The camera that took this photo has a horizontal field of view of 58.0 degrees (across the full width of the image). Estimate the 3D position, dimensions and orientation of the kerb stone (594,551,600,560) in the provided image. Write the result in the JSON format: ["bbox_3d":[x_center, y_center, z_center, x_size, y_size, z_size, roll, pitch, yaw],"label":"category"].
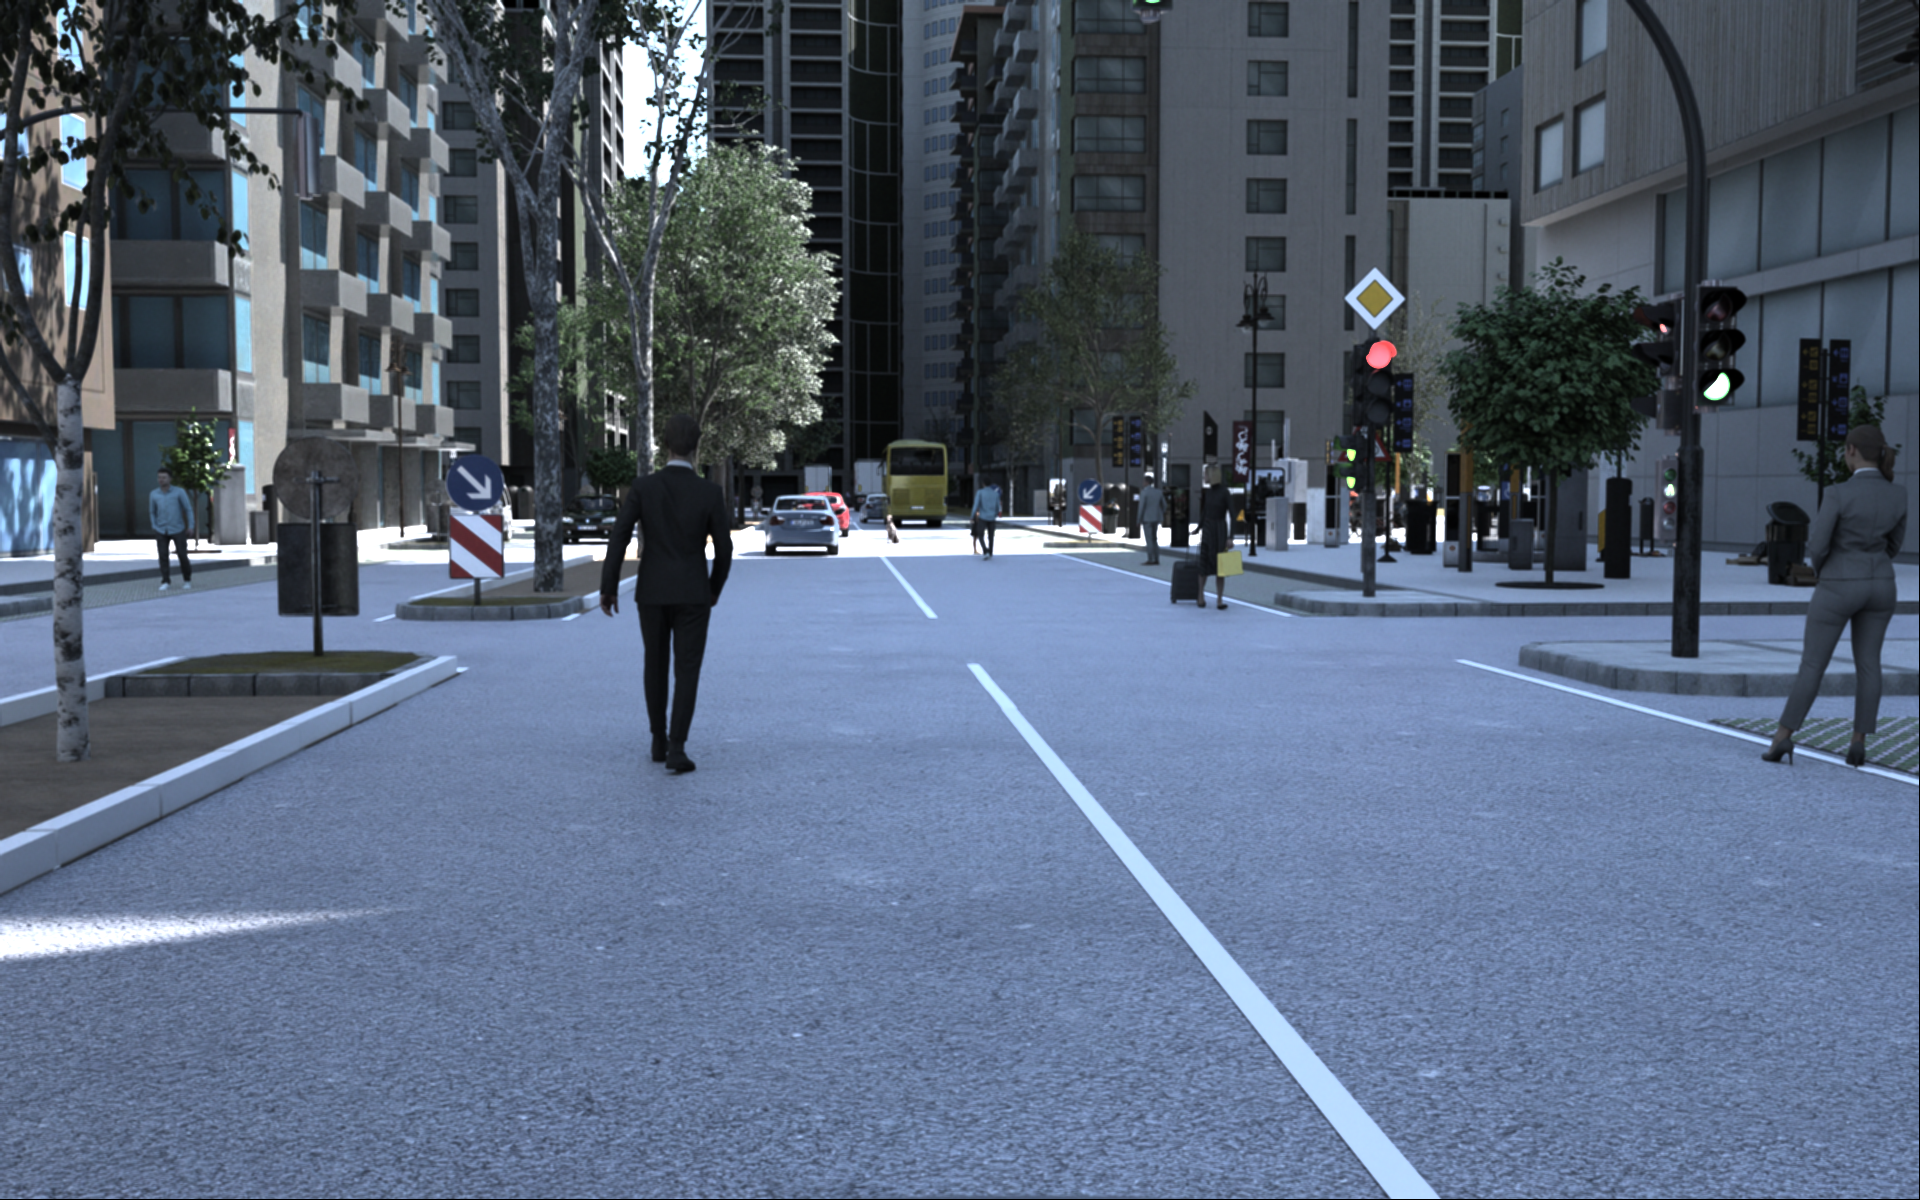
[{"bbox_3d":[-7.913,-0.914,37.146,0.120,0.150,1.000,0,4,-4],"label":"kerb stone"}]

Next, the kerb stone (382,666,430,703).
[{"bbox_3d":[-3.937,0.609,12.234,0.120,0.150,1.000,0,4,-4],"label":"kerb stone"}]

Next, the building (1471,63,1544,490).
[{"bbox_3d":[58.450,-29.592,167.428,14.086,41.232,14.154,0,4,-4],"label":"building"}]

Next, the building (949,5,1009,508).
[{"bbox_3d":[10.479,-30.706,156.670,22.147,44.769,28.867,0,4,-4],"label":"building"}]

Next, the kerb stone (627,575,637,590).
[{"bbox_3d":[-4.977,-0.236,26.056,0.120,0.150,1.000,0,4,-4],"label":"kerb stone"}]

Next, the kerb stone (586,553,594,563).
[{"bbox_3d":[-7.827,-0.850,36.127,0.120,0.150,1.000,0,4,-4],"label":"kerb stone"}]

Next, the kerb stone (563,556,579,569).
[{"bbox_3d":[-7.681,-0.727,34.080,0.120,0.150,1.000,0,4,-4],"label":"kerb stone"}]

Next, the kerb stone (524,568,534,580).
[{"bbox_3d":[-7.302,-0.409,28.972,0.120,0.150,1.000,0,4,-4],"label":"kerb stone"}]

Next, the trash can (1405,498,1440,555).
[{"bbox_3d":[9.832,-1.542,36.860,0.748,1.137,0.748,0,3,0],"label":"trash can"}]

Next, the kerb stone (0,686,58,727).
[{"bbox_3d":[-5.962,0.680,11.084,0.120,0.150,1.000,0,4,-4],"label":"kerb stone"}]

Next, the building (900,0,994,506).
[{"bbox_3d":[7.518,-39.764,192.143,28.212,58.520,21.231,0,4,-4],"label":"building"}]

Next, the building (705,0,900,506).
[{"bbox_3d":[-16.912,-46.008,190.475,20.611,71.187,20.563,0,4,-4],"label":"building"}]

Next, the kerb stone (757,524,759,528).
[{"bbox_3d":[-8.197,-2.863,69.003,0.120,0.150,1.000,0,4,-4],"label":"kerb stone"}]

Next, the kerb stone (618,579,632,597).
[{"bbox_3d":[-4.895,-0.174,25.035,0.120,0.150,1.000,0,4,-4],"label":"kerb stone"}]

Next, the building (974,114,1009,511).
[{"bbox_3d":[7.895,-22.245,135.406,14.160,30.474,14.107,0,4,-4],"label":"building"}]

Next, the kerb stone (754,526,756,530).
[{"bbox_3d":[-7.959,-2.676,65.942,0.120,0.150,1.000,0,4,-4],"label":"kerb stone"}]

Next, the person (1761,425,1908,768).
[{"bbox_3d":[4.621,-0.022,9.140,0.520,1.790,0.573,-1,4,-23],"label":"person"}]

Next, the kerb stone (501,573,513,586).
[{"bbox_3d":[-7.140,-0.288,26.913,0.120,0.150,1.000,0,4,-4],"label":"kerb stone"}]

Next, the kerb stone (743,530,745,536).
[{"bbox_3d":[-7.350,-2.175,57.765,0.120,0.150,1.000,0,4,-4],"label":"kerb stone"}]

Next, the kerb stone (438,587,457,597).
[{"bbox_3d":[-6.831,-0.039,22.825,0.120,0.150,1.000,0,4,-4],"label":"kerb stone"}]

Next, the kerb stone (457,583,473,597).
[{"bbox_3d":[-6.910,-0.101,23.855,0.120,0.150,1.000,0,4,-4],"label":"kerb stone"}]

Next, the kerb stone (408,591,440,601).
[{"bbox_3d":[-6.760,0.024,21.803,0.120,0.150,1.000,0,4,-4],"label":"kerb stone"}]

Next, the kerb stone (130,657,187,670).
[{"bbox_3d":[-6.104,0.555,13.125,0.120,0.150,1.000,0,4,-4],"label":"kerb stone"}]

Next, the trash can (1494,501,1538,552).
[{"bbox_3d":[11.518,-1.471,35.700,0.748,1.137,0.748,0,3,0],"label":"trash can"}]

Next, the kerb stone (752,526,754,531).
[{"bbox_3d":[-7.884,-2.613,64.922,0.120,0.150,1.000,0,4,-4],"label":"kerb stone"}]

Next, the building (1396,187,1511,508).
[{"bbox_3d":[43.411,-24.162,166.757,14.107,30.474,14.160,0,4,-4],"label":"building"}]

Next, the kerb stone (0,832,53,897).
[{"bbox_3d":[-3.469,0.986,6.098,0.120,0.150,1.000,0,4,-4],"label":"kerb stone"}]

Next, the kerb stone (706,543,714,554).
[{"bbox_3d":[-6.275,-1.293,43.433,0.120,0.150,1.000,0,4,-4],"label":"kerb stone"}]

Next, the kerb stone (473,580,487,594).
[{"bbox_3d":[-6.989,-0.164,24.874,0.120,0.150,1.000,0,4,-4],"label":"kerb stone"}]

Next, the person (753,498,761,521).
[{"bbox_3d":[-10.590,-4.705,90.448,0.505,1.210,0.382,1,4,16],"label":"person"}]

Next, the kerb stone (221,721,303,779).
[{"bbox_3d":[-3.707,0.797,9.167,0.120,0.150,1.000,0,4,-4],"label":"kerb stone"}]

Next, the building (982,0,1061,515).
[{"bbox_3d":[14.012,-30.176,112.994,23.786,49.044,30.456,0,4,-4],"label":"building"}]

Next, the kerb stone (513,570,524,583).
[{"bbox_3d":[-7.224,-0.351,27.936,0.120,0.150,1.000,0,4,-4],"label":"kerb stone"}]

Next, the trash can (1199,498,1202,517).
[{"bbox_3d":[9.238,-3.232,64.494,0.748,1.137,0.748,0,3,0],"label":"trash can"}]

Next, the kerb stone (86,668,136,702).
[{"bbox_3d":[-6.038,0.617,12.103,0.120,0.150,1.000,0,4,-4],"label":"kerb stone"}]

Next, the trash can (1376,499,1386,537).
[{"bbox_3d":[12.453,-2.472,52.073,0.748,1.137,0.748,0,3,0],"label":"trash can"}]

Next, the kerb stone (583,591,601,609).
[{"bbox_3d":[-4.673,0.017,21.961,0.120,0.150,1.000,0,4,-4],"label":"kerb stone"}]

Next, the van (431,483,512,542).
[{"bbox_3d":[-14.271,-2.670,50.674,2.013,2.044,4.112,0,4,-3],"label":"van"}]

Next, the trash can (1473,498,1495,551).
[{"bbox_3d":[11.439,-1.567,37.273,0.748,1.137,0.748,0,3,0],"label":"trash can"}]

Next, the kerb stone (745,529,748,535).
[{"bbox_3d":[-7.499,-2.299,59.805,0.120,0.150,1.000,0,4,-4],"label":"kerb stone"}]

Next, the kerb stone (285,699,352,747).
[{"bbox_3d":[-3.789,0.735,10.188,0.120,0.150,1.000,0,4,-4],"label":"kerb stone"}]

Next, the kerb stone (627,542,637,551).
[{"bbox_3d":[-8.451,-1.348,44.293,0.120,0.150,1.000,0,4,-4],"label":"kerb stone"}]

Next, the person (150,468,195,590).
[{"bbox_3d":[-11.773,-1.065,25.924,0.660,1.820,0.620,-1,4,-8],"label":"person"}]

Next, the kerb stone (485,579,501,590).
[{"bbox_3d":[-7.061,-0.226,25.894,0.120,0.150,1.000,0,4,-4],"label":"kerb stone"}]

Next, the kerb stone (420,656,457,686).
[{"bbox_3d":[-4.019,0.552,13.259,0.120,0.150,1.000,0,4,-4],"label":"kerb stone"}]

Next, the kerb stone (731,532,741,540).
[{"bbox_3d":[-7.198,-2.051,55.726,0.120,0.150,1.000,0,4,-4],"label":"kerb stone"}]

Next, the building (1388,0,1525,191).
[{"bbox_3d":[52.507,-46.285,195.005,20.611,71.187,20.563,0,4,-4],"label":"building"}]

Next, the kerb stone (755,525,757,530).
[{"bbox_3d":[-8.035,-2.738,66.961,0.120,0.150,1.000,0,4,-4],"label":"kerb stone"}]

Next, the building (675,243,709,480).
[{"bbox_3d":[-34.350,-25.370,186.507,14.107,30.474,14.160,0,4,-4],"label":"building"}]

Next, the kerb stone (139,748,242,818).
[{"bbox_3d":[-3.622,0.859,8.149,0.120,0.150,1.000,0,4,-4],"label":"kerb stone"}]

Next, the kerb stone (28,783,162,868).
[{"bbox_3d":[-3.548,0.922,7.124,0.120,0.150,1.000,0,4,-4],"label":"kerb stone"}]

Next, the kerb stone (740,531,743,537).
[{"bbox_3d":[-7.277,-2.113,56.745,0.120,0.150,1.000,0,4,-4],"label":"kerb stone"}]

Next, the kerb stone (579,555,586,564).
[{"bbox_3d":[-7.757,-0.790,35.105,0.120,0.150,1.000,0,4,-4],"label":"kerb stone"}]

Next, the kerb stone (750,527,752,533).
[{"bbox_3d":[-7.736,-2.484,62.876,0.120,0.150,1.000,0,4,-4],"label":"kerb stone"}]

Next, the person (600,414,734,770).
[{"bbox_3d":[-1.512,-0.051,9.115,0.659,1.850,0.755,0,4,-2],"label":"person"}]

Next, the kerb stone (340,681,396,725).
[{"bbox_3d":[-3.855,0.672,11.211,0.120,0.150,1.000,0,4,-4],"label":"kerb stone"}]

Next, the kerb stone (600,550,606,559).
[{"bbox_3d":[-7.986,-0.977,38.166,0.120,0.150,1.000,0,4,-4],"label":"kerb stone"}]
